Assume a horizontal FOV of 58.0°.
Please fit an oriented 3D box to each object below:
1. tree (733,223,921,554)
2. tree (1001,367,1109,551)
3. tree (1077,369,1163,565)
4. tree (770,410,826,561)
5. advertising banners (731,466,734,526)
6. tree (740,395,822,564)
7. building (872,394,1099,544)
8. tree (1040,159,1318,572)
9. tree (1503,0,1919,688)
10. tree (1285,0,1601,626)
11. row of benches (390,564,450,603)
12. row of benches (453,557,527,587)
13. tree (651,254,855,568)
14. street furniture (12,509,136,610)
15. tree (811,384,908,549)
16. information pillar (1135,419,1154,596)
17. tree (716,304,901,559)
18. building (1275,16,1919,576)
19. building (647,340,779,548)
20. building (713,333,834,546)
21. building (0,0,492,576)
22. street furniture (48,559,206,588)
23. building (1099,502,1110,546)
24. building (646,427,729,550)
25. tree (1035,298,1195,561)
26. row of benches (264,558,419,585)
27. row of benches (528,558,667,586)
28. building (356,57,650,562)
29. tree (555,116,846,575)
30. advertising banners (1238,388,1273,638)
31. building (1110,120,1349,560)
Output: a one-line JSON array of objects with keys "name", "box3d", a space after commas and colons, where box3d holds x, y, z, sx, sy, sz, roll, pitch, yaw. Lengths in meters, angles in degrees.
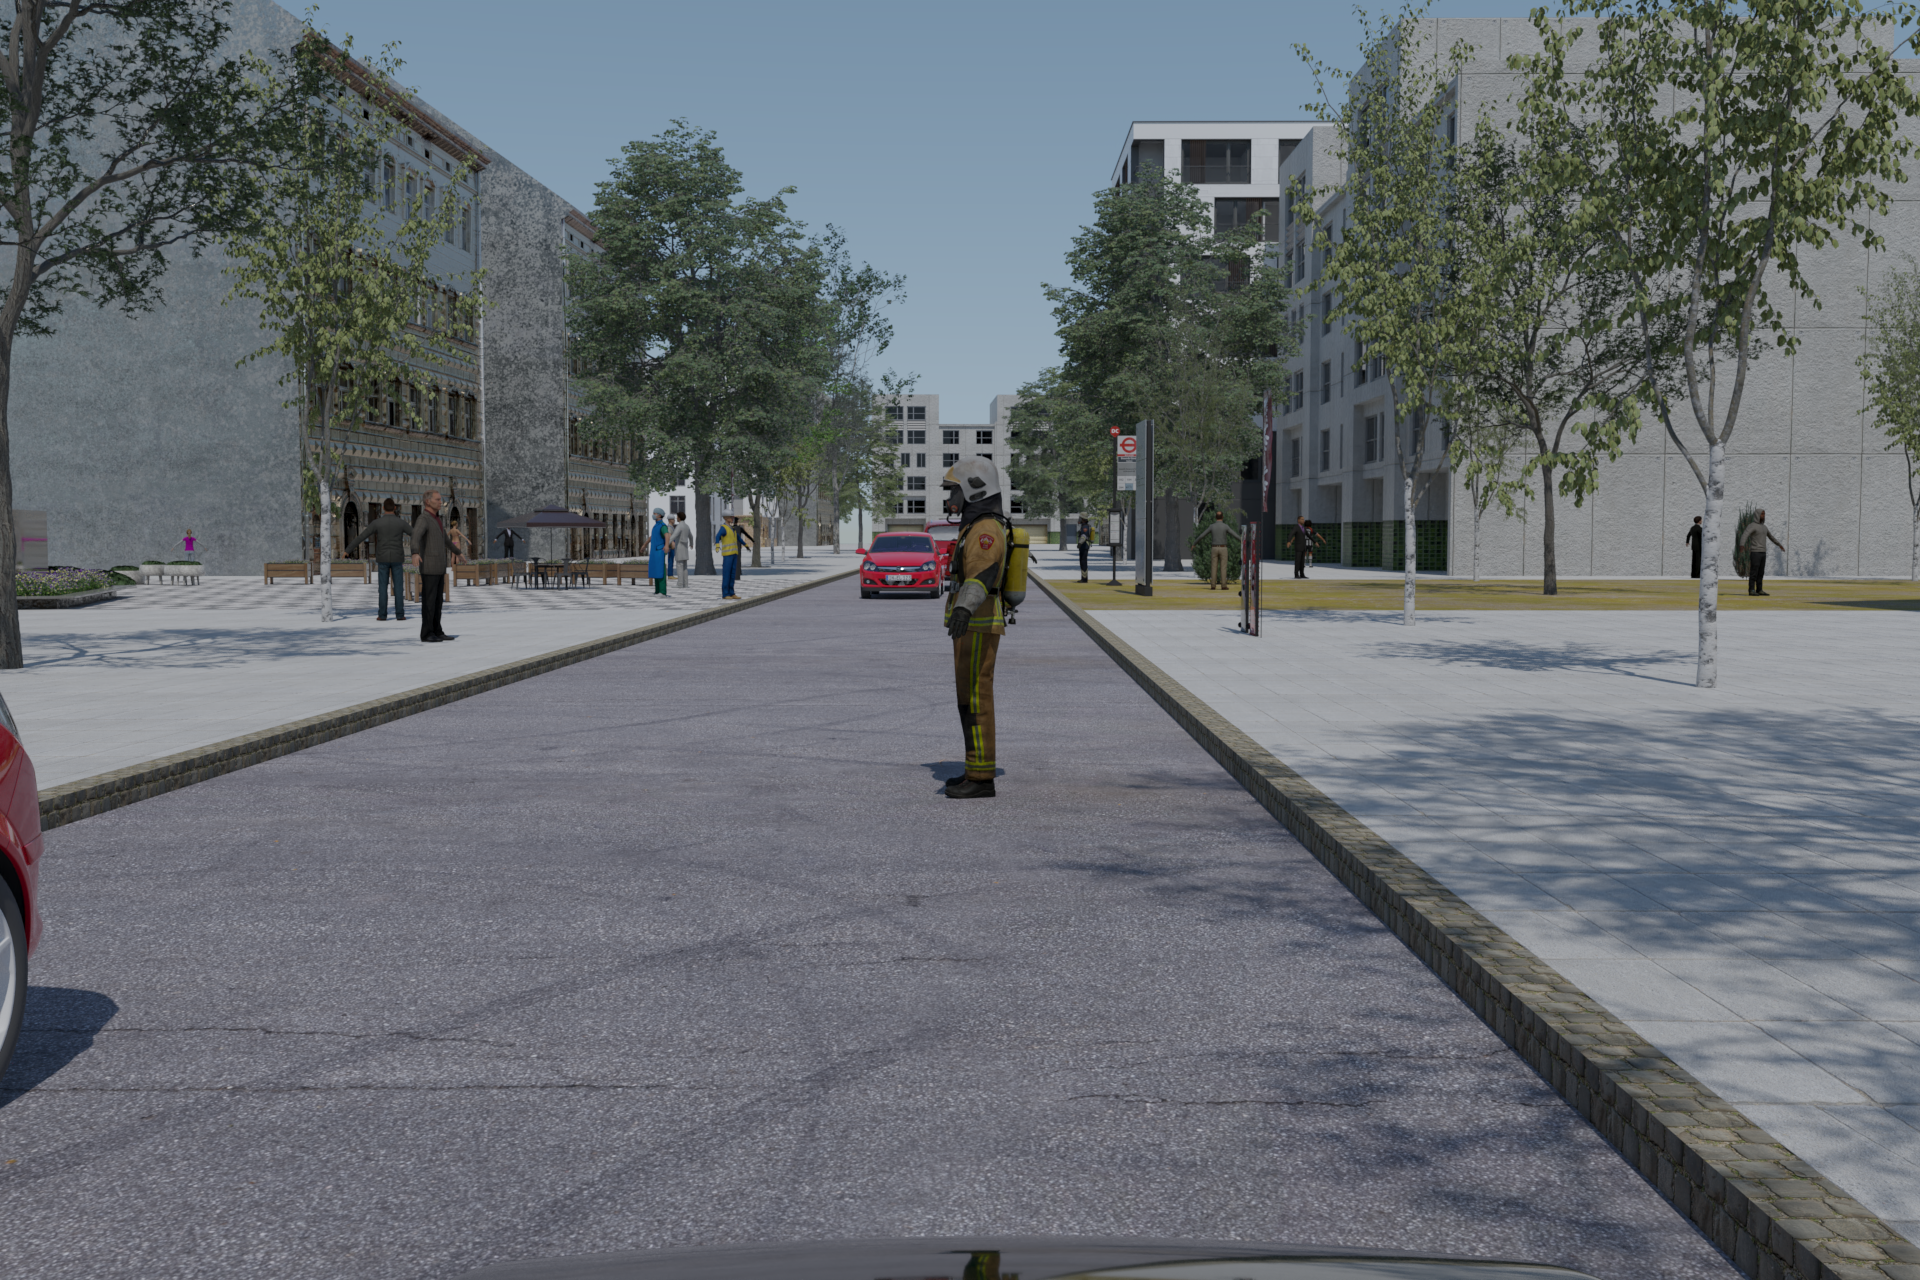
[{"name": "tree", "box3d": [-8.669, -15.441, 108.357, 12.611, 20.169, 13.585, 0, 3, 0]}, {"name": "tree", "box3d": [7.664, -13.644, 129.726, 9.857, 13.997, 8.962, 0, 3, 0]}, {"name": "tree", "box3d": [6.855, -7.443, 72.057, 4.737, 8.622, 4.395, 0, 3, 0]}, {"name": "tree", "box3d": [-8.269, -7.990, 81.004, 4.737, 8.622, 4.395, 0, 3, 0]}, {"name": "advertising banners", "box3d": [-5.878, -2.929, 44.075, 0.090, 3.025, 2.074, 0, 4, 0]}, {"name": "tree", "box3d": [-8.044, -7.606, 74.726, 4.737, 8.622, 4.395, 0, 3, 0]}, {"name": "building", "box3d": [4.336, -21.844, 226.066, 31.486, 18.905, 16.747, 0, 4, -2]}, {"name": "tree", "box3d": [7.312, -9.323, 59.091, 9.857, 13.997, 8.962, 0, 3, 0]}, {"name": "tree", "box3d": [6.346, -3.920, 14.451, 4.737, 8.622, 4.395, 0, 3, 0]}, {"name": "tree", "box3d": [6.322, -4.490, 23.772, 4.737, 8.622, 4.395, 0, 3, 0]}, {"name": "row of benches", "box3d": [-10.686, -1.142, 34.140, 1.422, 0.672, 4.104, -2, 4, -24]}, {"name": "row of benches", "box3d": [-11.905, -1.753, 44.123, 1.422, 0.672, 4.104, 0, 4, 3]}, {"name": "tree", "box3d": [-7.840, -8.557, 65.668, 9.928, 11.665, 9.643, 0, 3, 0]}, {"name": "street furniture", "box3d": [-18.374, -1.548, 32.164, 9.812, 1.723, 11.010, -1, 4, -17]}, {"name": "tree", "box3d": [-7.968, -13.034, 131.236, 7.486, 12.596, 7.792, 0, 3, 0]}, {"name": "information pillar", "box3d": [3.866, -2.754, 36.340, 0.184, 3.620, 1.656, 0, 4, -1]}, {"name": "tree", "box3d": [-8.291, -11.041, 90.883, 12.009, 13.543, 11.850, 0, 3, 0]}, {"name": "building", "box3d": [23.558, -12.331, 68.071, 16.747, 18.905, 31.486, 0, 4, 1]}, {"name": "building", "box3d": [-24.054, -18.983, 166.790, 16.016, 20.090, 11.380, 0, 4, 1]}, {"name": "building", "box3d": [-24.032, -22.053, 191.501, 19.493, 23.208, 18.063, 0, 4, 2]}, {"name": "building", "box3d": [-28.847, -14.086, 61.237, 19.493, 23.208, 18.063, 0, 4, 2]}, {"name": "street furniture", "box3d": [-23.679, -1.699, 43.408, 10.072, 0.657, 5.734, 2, 4, 31]}, {"name": "building", "box3d": [24.640, -21.526, 182.884, 19.493, 23.208, 18.063, 0, 4, 1]}, {"name": "building", "box3d": [-24.315, -12.681, 149.478, 9.099, 9.664, 28.070, 0, 4, 1]}, {"name": "tree", "box3d": [7.389, -9.947, 80.763, 7.486, 12.596, 7.792, 0, 3, 0]}, {"name": "row of benches", "box3d": [-15.569, -1.763, 44.281, 4.104, 0.672, 1.422, 0, 4, -8]}, {"name": "row of benches", "box3d": [-9.113, -1.729, 43.734, 4.104, 0.672, 1.422, 2, 4, 28]}, {"name": "building", "box3d": [-27.292, -15.809, 89.407, 19.493, 23.208, 18.063, 0, 4, 2]}, {"name": "tree", "box3d": [-7.948, -8.989, 53.631, 9.857, 13.997, 8.962, 0, 3, 0]}, {"name": "advertising banners", "box3d": [3.718, -1.568, 21.824, 0.090, 3.025, 2.074, 0, 4, 0]}, {"name": "building", "box3d": [22.653, -15.793, 102.194, 27.936, 21.610, 32.646, 0, 4, 1]}]
